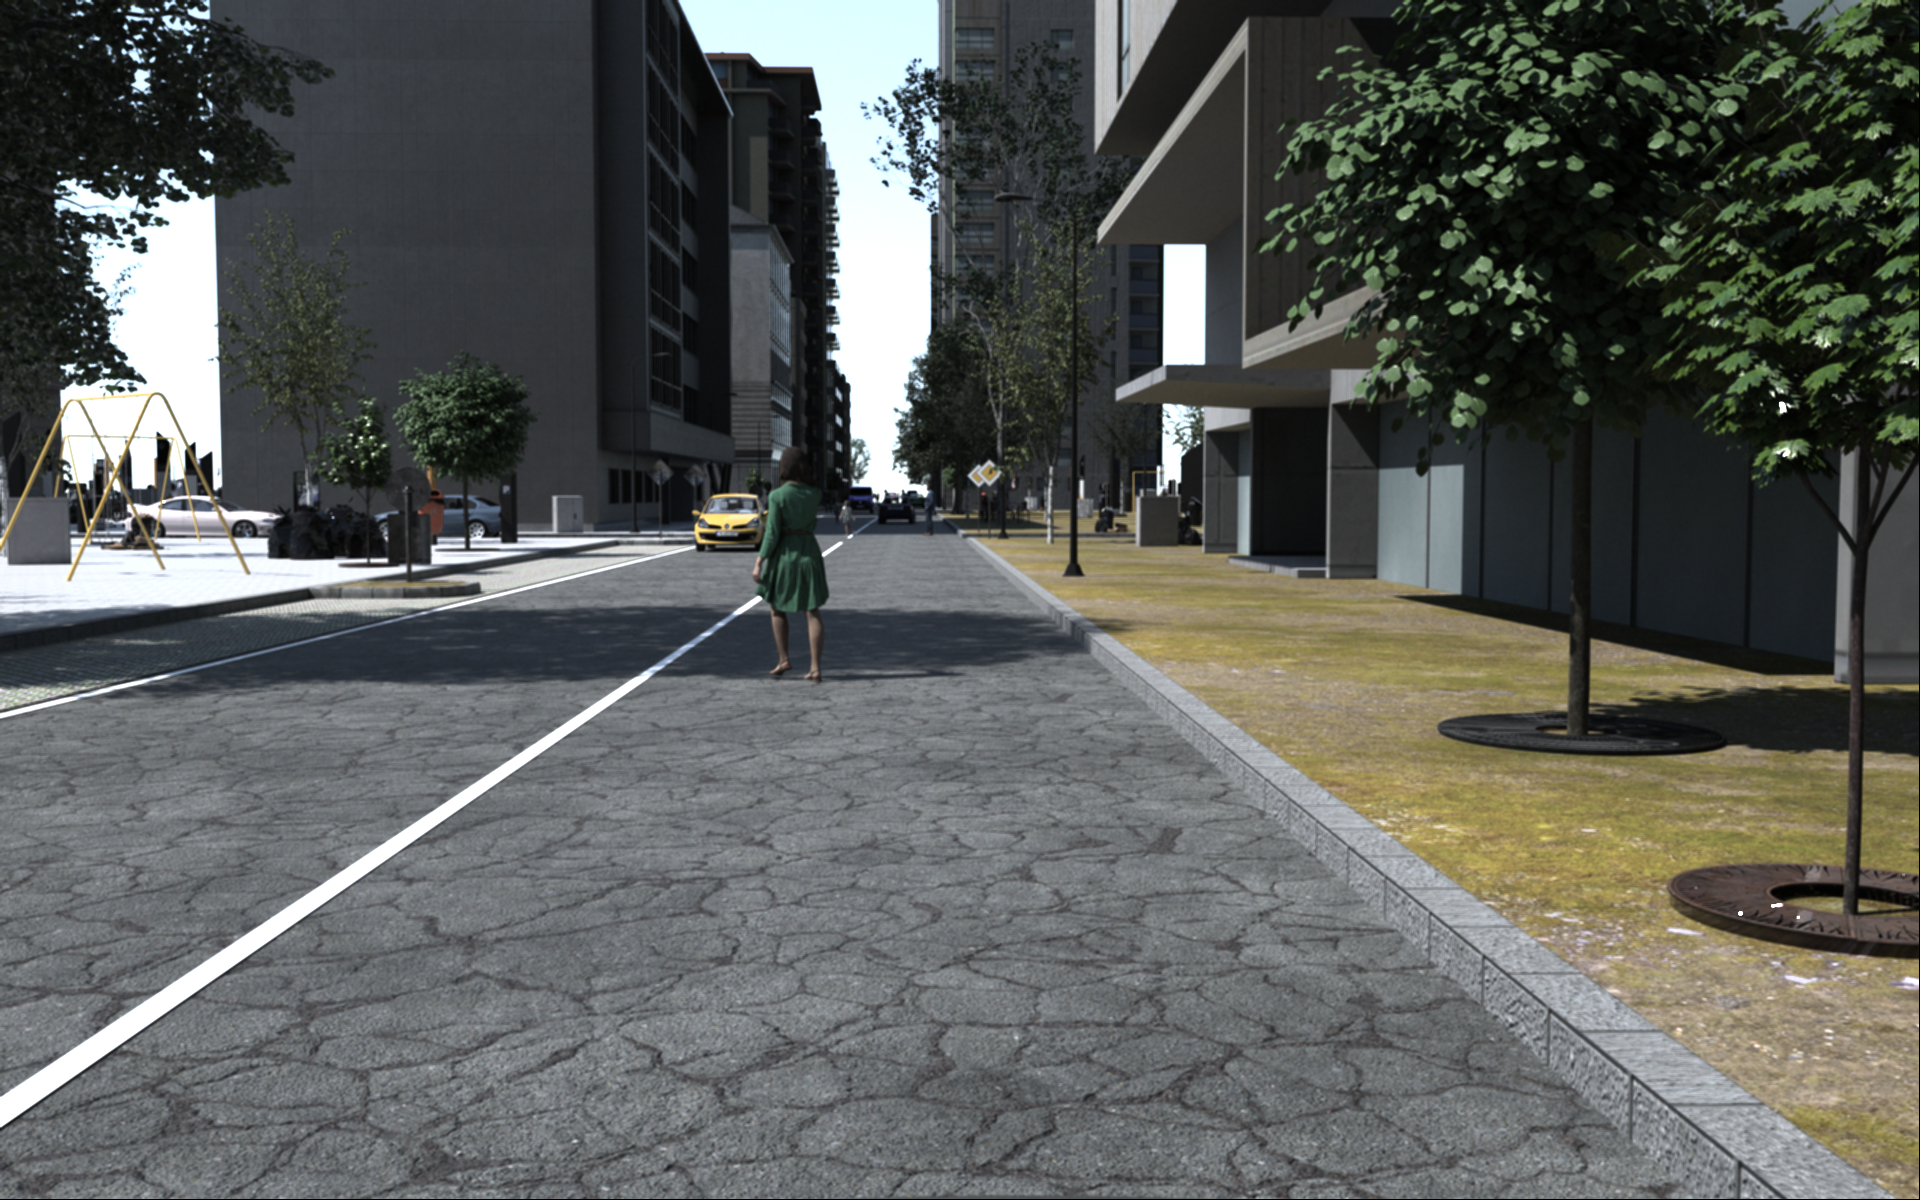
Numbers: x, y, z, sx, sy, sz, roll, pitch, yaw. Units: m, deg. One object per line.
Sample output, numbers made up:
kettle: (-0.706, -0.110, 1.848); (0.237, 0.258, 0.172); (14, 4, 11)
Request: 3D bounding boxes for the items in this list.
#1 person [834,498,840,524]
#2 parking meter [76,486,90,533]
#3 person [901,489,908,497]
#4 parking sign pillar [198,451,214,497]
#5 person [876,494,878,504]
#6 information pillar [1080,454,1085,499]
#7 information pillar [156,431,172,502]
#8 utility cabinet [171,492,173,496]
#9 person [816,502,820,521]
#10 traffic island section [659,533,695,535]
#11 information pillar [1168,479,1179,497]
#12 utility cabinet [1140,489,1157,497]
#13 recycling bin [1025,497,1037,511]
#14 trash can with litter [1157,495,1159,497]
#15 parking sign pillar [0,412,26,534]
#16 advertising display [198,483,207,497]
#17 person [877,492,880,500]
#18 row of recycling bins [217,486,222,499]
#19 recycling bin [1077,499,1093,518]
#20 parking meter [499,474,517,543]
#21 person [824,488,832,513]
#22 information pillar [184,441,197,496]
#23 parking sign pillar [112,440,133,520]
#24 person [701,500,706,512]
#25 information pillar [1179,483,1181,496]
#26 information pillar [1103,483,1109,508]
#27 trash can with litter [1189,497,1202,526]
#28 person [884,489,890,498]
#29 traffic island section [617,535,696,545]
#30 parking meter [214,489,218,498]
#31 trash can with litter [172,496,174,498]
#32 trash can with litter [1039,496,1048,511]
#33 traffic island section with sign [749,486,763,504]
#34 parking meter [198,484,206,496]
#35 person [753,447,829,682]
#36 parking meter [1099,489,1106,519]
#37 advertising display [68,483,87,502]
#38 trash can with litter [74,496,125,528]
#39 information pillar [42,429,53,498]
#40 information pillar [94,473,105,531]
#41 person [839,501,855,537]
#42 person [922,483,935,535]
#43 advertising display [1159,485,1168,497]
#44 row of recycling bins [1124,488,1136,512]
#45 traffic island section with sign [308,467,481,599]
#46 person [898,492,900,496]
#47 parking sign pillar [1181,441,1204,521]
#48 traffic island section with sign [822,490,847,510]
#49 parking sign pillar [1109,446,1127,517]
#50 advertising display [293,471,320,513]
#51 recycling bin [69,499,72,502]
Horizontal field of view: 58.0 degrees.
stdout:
person: (-5.854, -4.250, 82.676); (0.352, 1.250, 0.332); (1, 4, 16)
parking meter: (-28.833, -2.969, 56.949); (0.372, 1.533, 0.369); (0, 3, 0)
person: (-4.004, -7.061, 124.302); (0.623, 1.781, 0.721); (1, 4, 13)
parking sign pillar: (-46.753, -7.238, 106.810); (1.447, 3.967, 1.447); (3, 4, 37)
person: (-11.747, -14.166, 243.375); (0.557, 1.426, 1.065); (1, 4, 22)
information pillar: (7.202, -6.764, 101.953); (0.183, 3.616, 0.504); (-2, 4, -24)
information pillar: (-29.491, -4.453, 64.155); (0.183, 3.616, 0.504); (3, 5, 41)
utility cabinet: (-49.991, -6.107, 108.523); (1.173, 1.500, 0.318); (-3, 4, -36)
person: (-7.426, -4.828, 87.556); (0.853, 1.813, 0.709); (3, 5, 40)
traffic island section: (-8.789, -2.153, 57.475); (2.009, 0.180, 2.903); (0, 4, -2)
information pillar: (10.672, -5.057, 87.180); (0.304, 2.012, 0.304); (3, 5, 43)
utility cabinet: (8.811, -4.418, 80.912); (0.318, 1.500, 1.173); (2, 4, 34)
recycling bin: (5.425, -7.323, 132.279); (0.722, 1.027, 0.722); (2, 4, 28)
trash can with litter: (14.821, -7.349, 131.208); (1.678, 1.210, 2.233); (-2, 4, -33)
parking sign pillar: (-31.353, -4.172, 56.690); (1.447, 3.967, 1.447); (-1, 4, -8)
advertising display: (-43.495, -5.712, 98.604); (0.123, 1.923, 0.974); (2, 4, 34)
person: (-13.078, -16.326, 276.145); (0.721, 1.735, 1.217); (3, 5, 40)
row of recycling bins: (-34.281, -4.689, 83.775); (3.534, 1.692, 1.069); (1, 4, 8)
recycling bin: (6.621, -4.840, 91.693); (0.722, 1.027, 0.722); (1, 4, 17)
parking meter: (-11.803, -2.419, 45.258); (0.399, 1.863, 0.255); (1, 4, 12)
person: (-9.989, -7.513, 130.697); (0.648, 1.900, 0.474); (1, 4, 9)
information pillar: (-33.720, -5.177, 75.997); (0.504, 3.616, 0.183); (0, 4, -7)
parking sign pillar: (-40.984, -5.911, 85.113); (1.447, 3.967, 1.447); (-2, 4, -33)
person: (-8.856, -2.868, 60.408); (0.382, 1.210, 0.505); (-2, 4, -27)
information pillar: (13.997, -6.452, 109.989); (0.304, 2.012, 0.304); (3, 4, 38)
information pillar: (9.913, -6.894, 117.205); (0.304, 2.012, 0.304); (-3, 5, -44)
trash can with litter: (9.635, -3.528, 69.074); (1.055, 1.170, 0.624); (1, 4, 9)
person: (-5.390, -7.255, 127.472); (0.721, 1.781, 0.623); (-2, 4, -24)
traffic island section: (-8.573, -1.664, 49.492); (2.009, 0.180, 2.903); (0, 4, -2)
parking meter: (-37.392, -4.824, 87.286); (0.372, 1.533, 0.369); (0, 3, 0)
trash can with litter: (-41.374, -4.907, 91.283); (2.233, 1.210, 1.678); (0, 4, 8)
trash can with litter: (6.283, -7.235, 129.685); (0.624, 1.170, 1.055); (1, 4, 18)
traffic island section with sign: (-9.425, -4.388, 80.371); (1.989, 1.847, 2.006); (0, 4, -2)
parking meter: (-41.346, -5.423, 94.376); (0.255, 1.863, 0.399); (3, 5, 43)
person: (-1.268, -0.279, 13.308); (0.600, 1.795, 0.529); (-3, 5, -41)
parking meter: (7.476, -5.040, 90.813); (0.372, 1.533, 0.369); (0, 3, 0)
advertising display: (-50.851, -5.789, 99.864); (0.974, 1.923, 0.123); (-1, 4, -12)
trash can with litter: (-32.832, -3.390, 66.484); (2.233, 1.210, 1.678); (-2, 4, -31)
information pillar: (-32.851, -4.343, 62.363); (0.504, 3.616, 0.183); (2, 4, 33)
information pillar: (-30.062, -3.426, 60.502); (0.304, 2.012, 0.304); (-2, 4, -27)
person: (-3.785, -2.727, 58.096); (0.505, 1.210, 0.382); (-2, 4, -35)
person: (-1.064, -3.156, 60.278); (0.419, 1.800, 0.721); (-1, 4, -13)
advertising display: (14.724, -7.310, 124.727); (0.123, 1.923, 0.974); (-2, 4, -34)
row of recycling bins: (12.201, -7.226, 125.252); (1.069, 1.692, 3.534); (0, 4, 2)
traffic island section with sign: (-7.904, -0.970, 24.489); (1.989, 1.847, 2.006); (0, 4, -2)
person: (-9.607, -15.865, 268.614); (0.721, 1.743, 1.217); (0, 4, 7)
parking sign pillar: (11.360, -5.833, 83.844); (1.447, 3.967, 1.447); (1, 4, 22)
traffic island section with sign: (-11.506, -9.086, 157.188); (1.989, 1.847, 2.006); (0, 4, -2)
parking sign pillar: (8.660, -6.647, 97.144); (1.447, 3.967, 1.447); (0, 4, -3)
advertising display: (-18.519, -2.685, 49.114); (0.123, 1.923, 0.974); (1, 4, 18)
recycling bin: (-48.227, -4.936, 93.265); (0.722, 1.027, 0.722); (-2, 4, -31)
